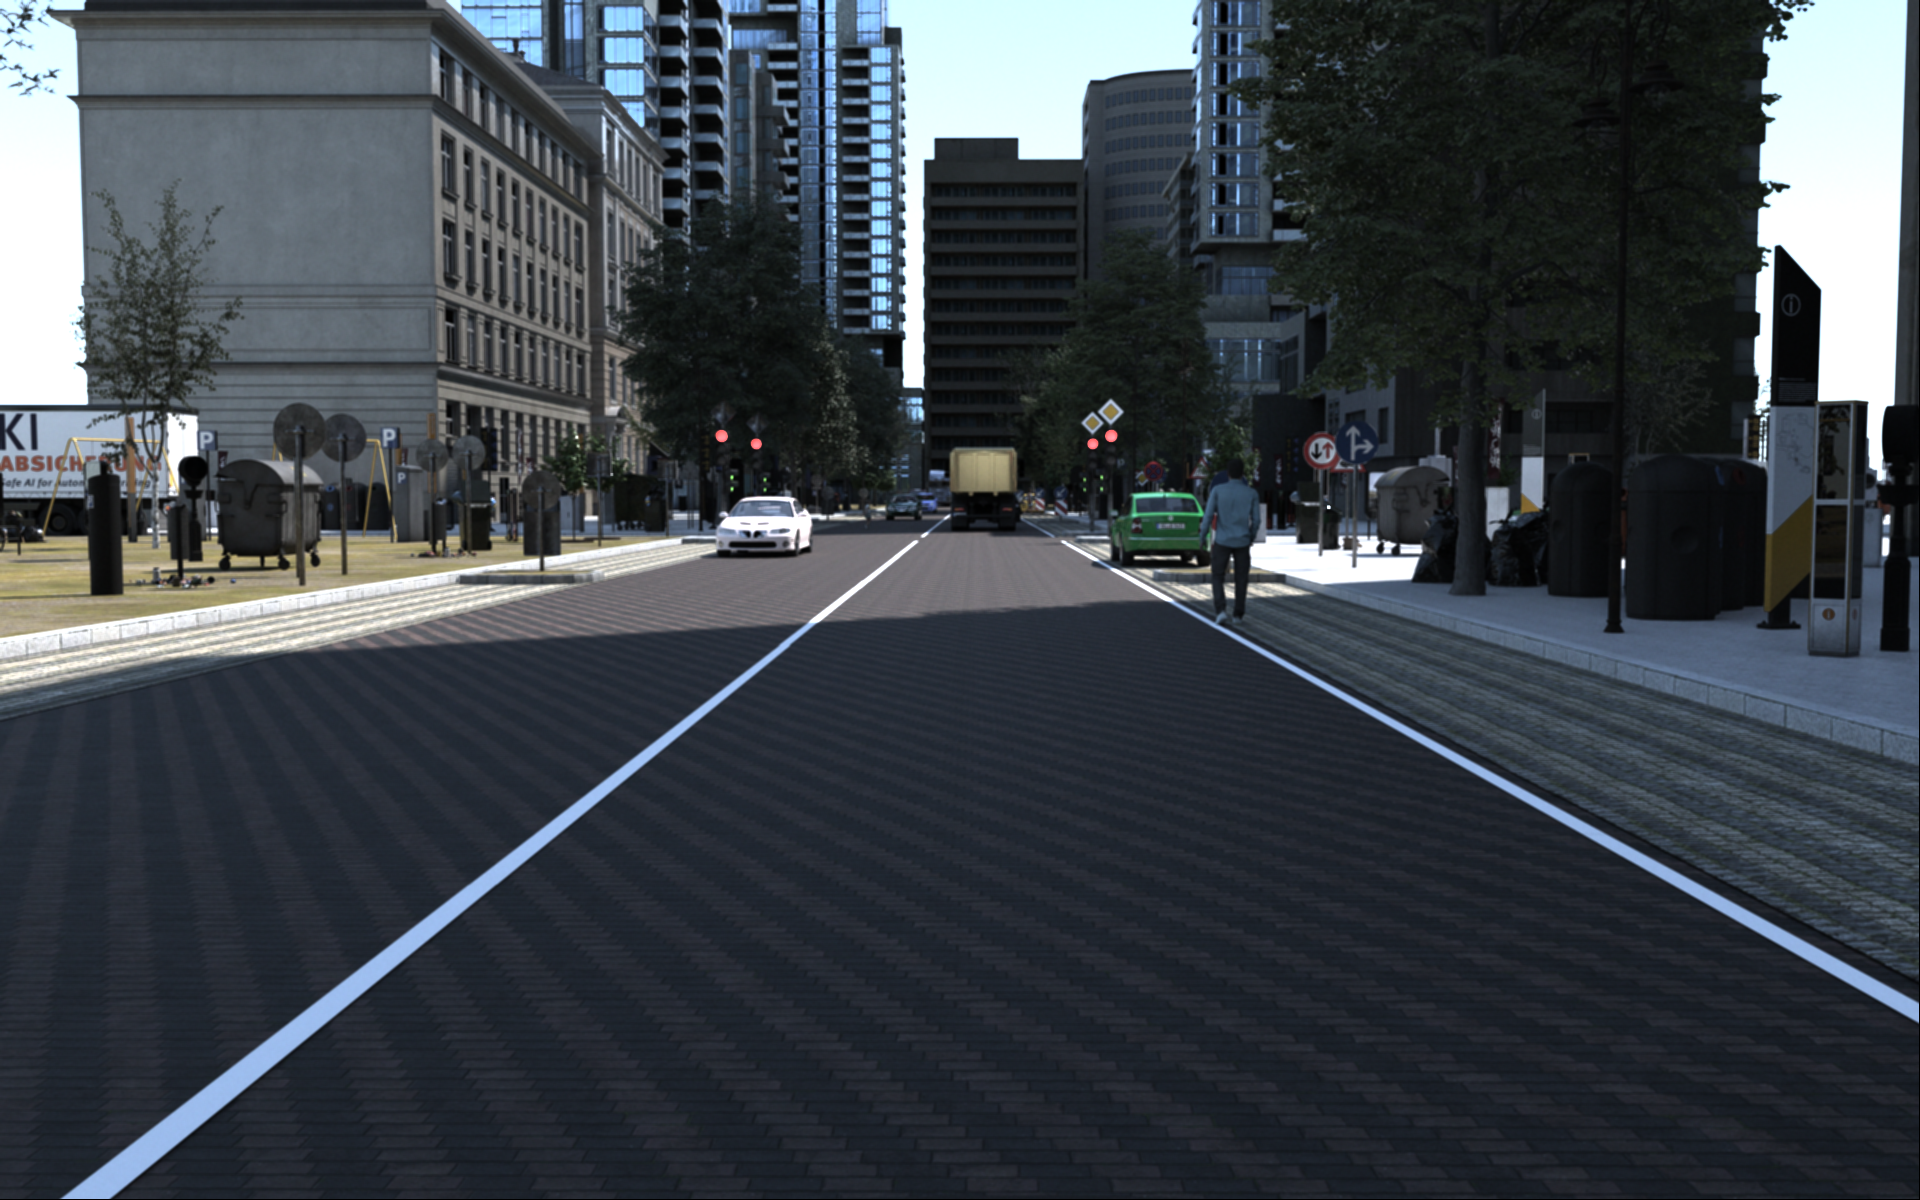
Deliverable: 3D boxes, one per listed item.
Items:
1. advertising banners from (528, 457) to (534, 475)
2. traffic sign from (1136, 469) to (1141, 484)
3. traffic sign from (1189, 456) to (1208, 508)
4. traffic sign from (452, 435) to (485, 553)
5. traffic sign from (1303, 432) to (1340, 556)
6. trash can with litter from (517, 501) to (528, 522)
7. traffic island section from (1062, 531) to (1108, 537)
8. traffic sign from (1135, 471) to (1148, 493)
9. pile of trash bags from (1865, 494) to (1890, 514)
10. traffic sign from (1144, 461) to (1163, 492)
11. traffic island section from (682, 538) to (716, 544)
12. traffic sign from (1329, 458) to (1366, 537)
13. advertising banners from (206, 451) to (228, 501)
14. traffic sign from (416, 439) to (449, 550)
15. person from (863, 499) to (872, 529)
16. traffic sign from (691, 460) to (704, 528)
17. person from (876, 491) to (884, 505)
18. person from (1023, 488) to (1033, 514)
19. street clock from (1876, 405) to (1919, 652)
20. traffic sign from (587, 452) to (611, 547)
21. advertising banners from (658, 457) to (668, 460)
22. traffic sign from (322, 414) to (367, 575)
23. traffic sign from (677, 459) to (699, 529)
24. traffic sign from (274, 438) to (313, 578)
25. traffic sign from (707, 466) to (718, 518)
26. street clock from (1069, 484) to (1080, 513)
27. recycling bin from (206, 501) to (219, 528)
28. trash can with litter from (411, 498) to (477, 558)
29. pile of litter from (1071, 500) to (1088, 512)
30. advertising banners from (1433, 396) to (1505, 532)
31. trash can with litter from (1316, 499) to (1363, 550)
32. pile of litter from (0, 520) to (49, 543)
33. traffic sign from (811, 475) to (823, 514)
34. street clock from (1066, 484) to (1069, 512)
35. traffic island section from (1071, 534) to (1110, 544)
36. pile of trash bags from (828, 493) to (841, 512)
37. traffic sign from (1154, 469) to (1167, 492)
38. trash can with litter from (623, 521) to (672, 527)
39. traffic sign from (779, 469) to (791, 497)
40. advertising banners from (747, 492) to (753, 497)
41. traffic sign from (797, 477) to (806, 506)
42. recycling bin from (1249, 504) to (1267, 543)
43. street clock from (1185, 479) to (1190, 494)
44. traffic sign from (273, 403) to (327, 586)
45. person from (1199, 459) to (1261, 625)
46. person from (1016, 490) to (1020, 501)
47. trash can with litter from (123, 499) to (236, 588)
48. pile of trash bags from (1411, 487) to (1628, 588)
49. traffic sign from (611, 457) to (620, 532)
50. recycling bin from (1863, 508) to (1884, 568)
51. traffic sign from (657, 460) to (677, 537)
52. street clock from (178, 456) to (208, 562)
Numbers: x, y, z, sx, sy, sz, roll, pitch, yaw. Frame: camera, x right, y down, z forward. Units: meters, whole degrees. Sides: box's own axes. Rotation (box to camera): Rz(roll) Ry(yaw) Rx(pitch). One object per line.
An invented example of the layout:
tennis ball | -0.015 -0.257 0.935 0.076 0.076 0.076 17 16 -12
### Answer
advertising banners | -19.864 -5.280 82.508 0.090 3.025 2.074 3 4 37
traffic sign | 9.035 -5.431 88.896 0.768 2.556 0.104 1 4 8
traffic sign | 8.336 -3.656 59.772 0.884 2.594 0.081 1 4 10
traffic sign | -10.639 -2.286 37.488 0.768 2.556 0.104 1 4 9
traffic sign | 7.446 -2.176 35.676 0.768 2.556 0.104 0 4 7
trash can with litter | -19.841 -4.158 79.365 0.624 1.170 1.055 2 4 27
traffic island section | 4.520 -2.249 59.054 2.009 0.180 2.903 0 4 1
traffic sign | 8.858 -5.086 84.348 0.795 2.450 0.064 0 4 6
pile of trash bags | 36.890 -3.747 71.009 3.447 1.369 1.912 -2 4 -24
traffic sign | 7.545 -4.128 67.600 0.768 2.556 0.104 1 4 9
traffic island section | -6.996 -1.768 51.181 2.009 0.180 2.903 0 4 1
traffic sign | 9.422 -2.576 42.123 0.884 2.594 0.081 0 4 5
advertising banners | -30.193 -4.493 69.640 0.090 3.025 2.074 1 4 23
traffic sign | -12.191 -2.441 40.011 0.768 2.556 0.104 0 4 4
person | -3.814 -3.483 70.460 0.382 1.210 0.505 -2 4 -29
traffic sign | -10.115 -4.002 65.436 0.884 2.594 0.081 0 4 2
person | -9.787 -12.598 214.553 1.350 1.814 0.705 1 4 15
person | 4.594 -6.514 115.092 0.778 1.811 0.616 1 4 10
street clock | 7.658 -0.585 14.130 0.358 2.002 0.471 3 4 37
traffic sign | -8.798 -2.453 42.230 0.606 2.300 0.079 0 4 5
advertising banners | -14.856 -5.283 82.565 2.074 3.025 0.090 1 4 15
traffic sign | -9.792 -1.674 27.482 0.768 2.556 0.104 0 4 3
traffic sign | -10.000 -3.904 63.830 0.884 2.594 0.081 0 4 4
traffic sign | -10.147 -1.616 26.522 0.768 2.556 0.104 0 4 7
traffic sign | -11.211 -4.836 79.167 0.768 2.556 0.104 1 4 9
street clock | 7.998 -7.004 119.084 0.471 2.002 0.358 -2 4 -33
recycling bin | -28.200 -3.247 65.636 0.722 1.027 0.722 0 4 4
trash can with litter | -10.488 -1.509 35.727 1.678 1.210 2.233 0 4 6
pile of litter | 8.343 -6.645 122.618 1.719 0.858 1.176 0 4 3
advertising banners | 8.995 -2.099 30.514 2.074 3.025 0.090 -3 5 -40
trash can with litter | 8.738 -1.742 39.862 1.055 1.170 0.624 2 4 28
pile of litter | -25.034 -1.941 45.696 1.719 0.858 1.176 -1 4 -22
traffic sign | -9.041 -6.689 109.468 0.768 2.556 0.104 1 4 9
street clock | 7.682 -7.123 121.027 0.471 2.002 0.358 -1 4 -8
traffic island section | 4.445 -1.761 51.069 2.009 0.180 2.903 0 4 1
pile of trash bags | -9.431 -7.023 124.574 1.912 1.369 3.447 1 4 18
traffic sign | 9.402 -5.012 82.051 0.768 2.556 0.104 0 4 7
trash can with litter | -12.316 -3.475 67.878 2.233 1.210 1.678 -2 4 -26
traffic sign | -9.114 -5.470 89.544 0.768 2.556 0.104 0 4 5
advertising banners | -15.274 -8.328 132.350 2.074 3.025 0.090 0 4 4
traffic sign | -11.637 -7.755 126.804 0.884 2.594 0.081 0 4 1
recycling bin | 7.657 -2.021 45.593 0.722 1.027 0.722 0 4 1
street clock | 10.675 -4.717 81.694 0.358 2.002 0.471 0 4 1
traffic sign | -9.229 -1.475 24.229 0.768 2.556 0.104 0 4 4
person | 2.966 -0.641 18.995 0.660 1.820 0.620 0 4 1
person | 4.534 -7.639 133.743 0.624 1.780 0.694 0 4 4
trash can with litter | -11.159 -0.822 24.493 1.678 1.210 2.233 -1 4 -23
pile of trash bags | 8.101 -0.908 24.591 1.912 1.369 3.447 -3 4 -39
traffic sign | -11.812 -3.599 58.950 0.768 2.556 0.104 0 4 6
recycling bin | 15.883 -1.104 30.611 0.722 1.027 0.722 2 4 31
traffic sign | -8.790 -3.050 51.996 0.606 2.300 0.079 1 4 10
street clock | -14.555 -1.734 32.919 0.358 2.002 0.471 3 5 39
